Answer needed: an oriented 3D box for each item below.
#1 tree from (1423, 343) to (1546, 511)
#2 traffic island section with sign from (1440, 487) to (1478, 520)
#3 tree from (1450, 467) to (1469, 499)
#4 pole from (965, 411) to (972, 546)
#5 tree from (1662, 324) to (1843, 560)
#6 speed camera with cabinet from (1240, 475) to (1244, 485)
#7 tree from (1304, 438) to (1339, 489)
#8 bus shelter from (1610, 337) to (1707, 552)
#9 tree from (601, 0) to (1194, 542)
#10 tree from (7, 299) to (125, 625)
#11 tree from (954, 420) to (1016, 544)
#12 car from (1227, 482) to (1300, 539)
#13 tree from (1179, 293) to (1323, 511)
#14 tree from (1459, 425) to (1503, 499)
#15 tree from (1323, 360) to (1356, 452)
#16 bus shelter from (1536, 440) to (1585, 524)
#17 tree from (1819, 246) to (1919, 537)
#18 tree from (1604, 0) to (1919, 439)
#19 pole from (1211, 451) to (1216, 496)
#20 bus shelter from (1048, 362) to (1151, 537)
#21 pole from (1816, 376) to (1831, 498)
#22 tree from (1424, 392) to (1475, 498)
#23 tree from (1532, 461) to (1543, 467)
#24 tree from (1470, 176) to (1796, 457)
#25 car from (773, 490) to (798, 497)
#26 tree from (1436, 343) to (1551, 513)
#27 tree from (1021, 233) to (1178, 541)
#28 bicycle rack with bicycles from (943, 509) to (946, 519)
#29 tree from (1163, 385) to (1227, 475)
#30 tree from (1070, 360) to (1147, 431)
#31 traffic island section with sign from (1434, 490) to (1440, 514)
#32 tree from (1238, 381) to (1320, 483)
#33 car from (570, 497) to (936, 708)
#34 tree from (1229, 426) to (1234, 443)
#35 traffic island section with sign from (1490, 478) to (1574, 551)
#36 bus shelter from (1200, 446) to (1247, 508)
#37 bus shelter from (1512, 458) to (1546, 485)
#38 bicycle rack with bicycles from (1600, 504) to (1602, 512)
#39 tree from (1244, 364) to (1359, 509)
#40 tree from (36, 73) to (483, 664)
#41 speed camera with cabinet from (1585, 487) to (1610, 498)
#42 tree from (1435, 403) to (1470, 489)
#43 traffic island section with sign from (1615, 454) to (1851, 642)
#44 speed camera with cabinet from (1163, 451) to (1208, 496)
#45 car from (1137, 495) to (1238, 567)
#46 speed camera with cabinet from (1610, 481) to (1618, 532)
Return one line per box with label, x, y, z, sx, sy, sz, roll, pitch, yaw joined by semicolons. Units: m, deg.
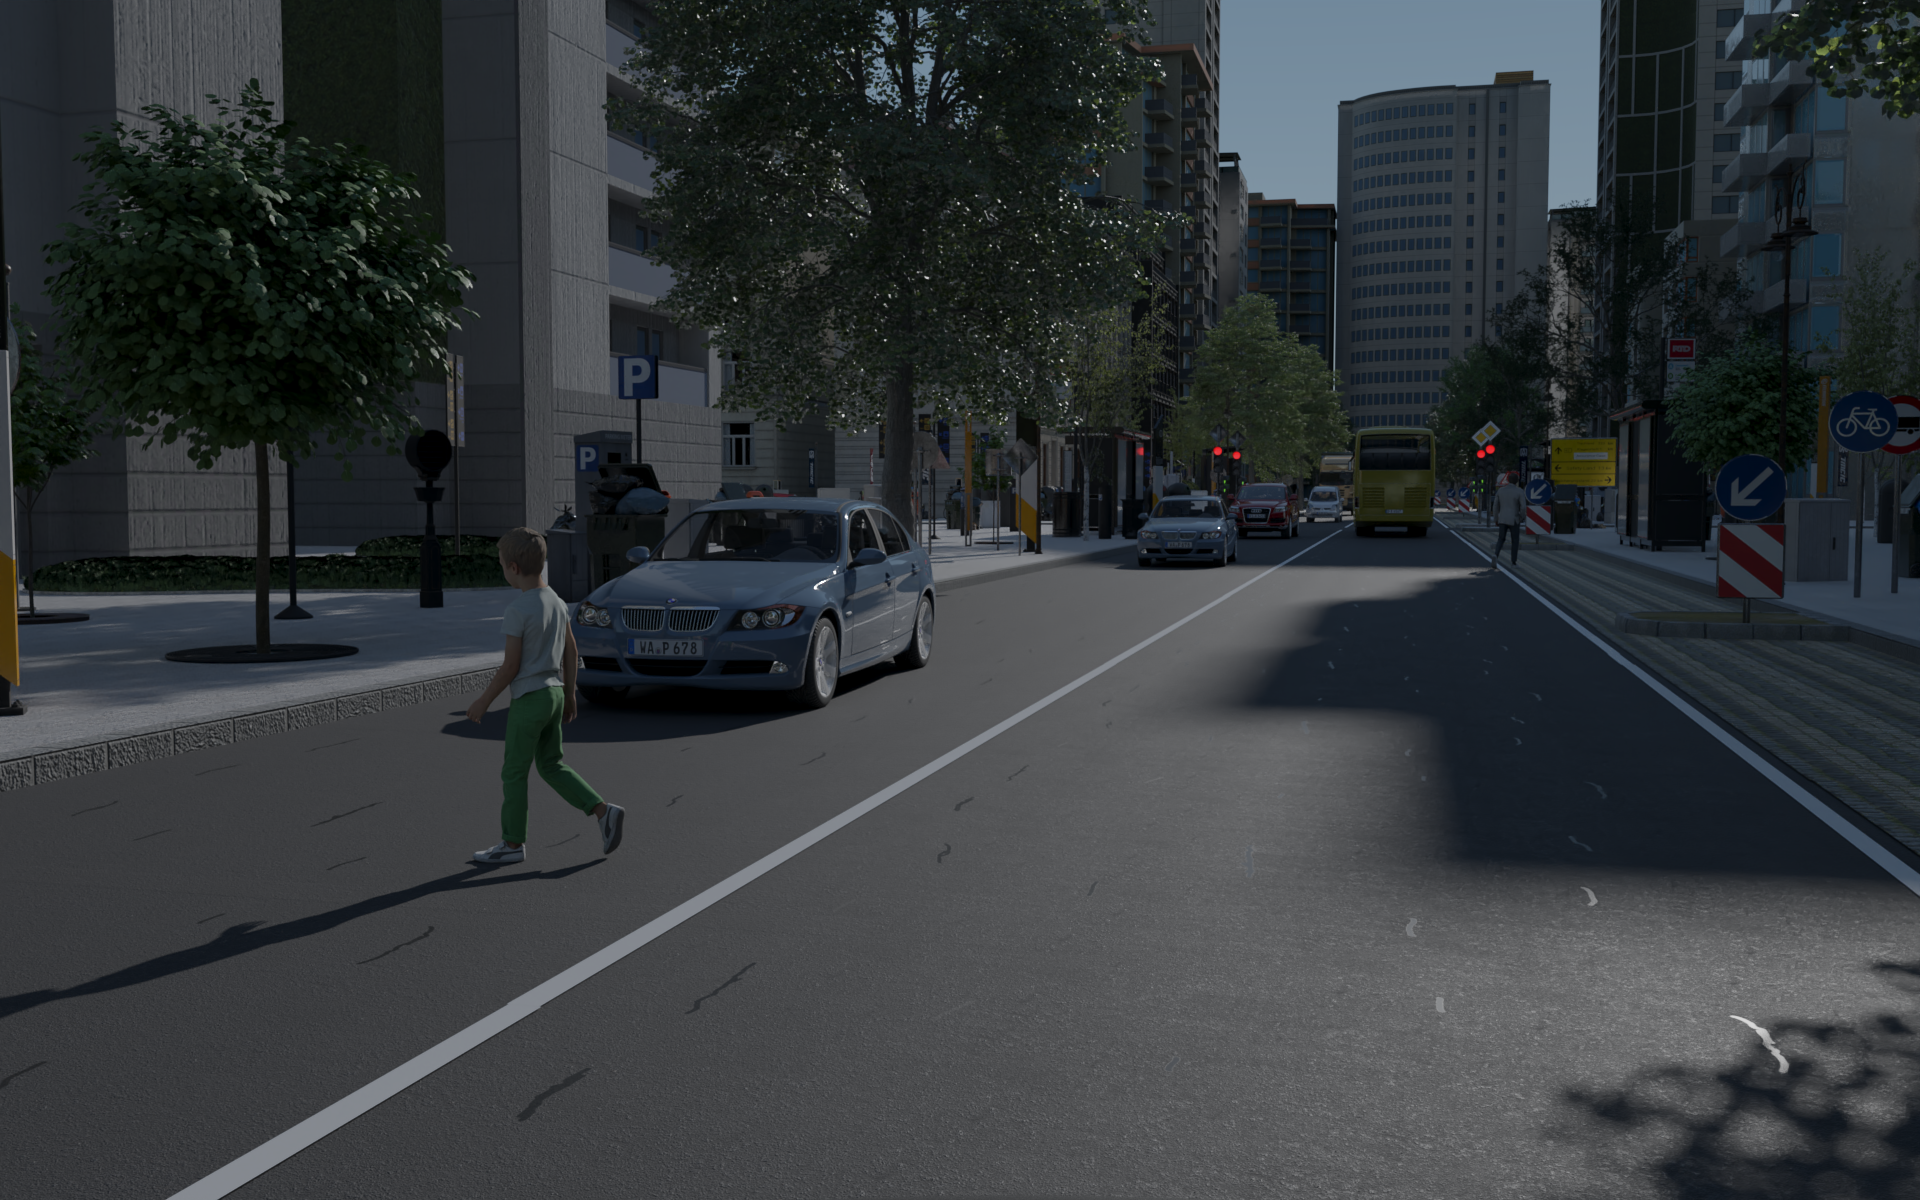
tree;40.002;-13.143;131.891;9.611;12.733;9.660;0;3;0
traffic island section with sign;28.339;-5.457;97.853;1.989;1.847;2.006;1;4;14
tree;58.591;-15.493;203.677;4.360;8.622;3.978;0;3;0
pole;0.201;-2.967;42.360;0.158;3.312;0.155;0;3;0
tree;15.391;-3.052;33.608;4.285;4.588;4.351;0;3;0
speed camera with cabinet;18.724;-7.327;114.125;2.038;3.252;0.660;-3;5;-43
tree;38.570;-14.263;183.564;4.360;8.622;3.978;0;3;0
bus shelter;17.188;-3.955;42.288;2.179;5.291;8.768;1;4;14
tree;-0.974;-7.410;27.812;9.857;13.997;8.962;0;3;0
tree;-9.488;-1.392;17.357;1.663;3.219;1.824;0;3;0
tree;0.885;-3.063;44.676;1.663;3.219;1.824;0;3;0
car;10.020;-2.957;57.027;2.281;1.827;5.304;1;4;15
tree;16.199;-11.024;98.369;7.486;12.596;7.792;0;3;0
tree;51.817;-13.821;176.336;4.737;8.622;4.395;0;3;0
tree;25.850;-12.992;130.546;7.486;12.596;7.792;0;3;0
bus shelter;26.890;-5.277;77.555;1.731;3.624;6.357;1;4;14
tree;27.191;-6.155;50.999;4.737;8.622;4.395;0;3;0
tree;9.025;-6.309;9.800;9.857;13.997;8.962;0;3;0
pole;12.096;-5.426;82.550;0.158;3.312;0.155;0;3;0
bus shelter;4.383;-4.743;55.187;2.179;5.291;8.768;1;4;14
pole;14.964;-2.214;30.044;0.158;3.312;0.155;0;3;0
tree;54.830;-16.757;192.107;7.486;12.596;7.792;0;3;0
tree;47.593;-9.548;139.820;4.285;4.588;4.351;0;3;0
tree;19.542;-7.075;50.090;8.767;10.594;7.601;1;4;18
car;-9.147;-4.276;78.946;4.494;1.783;2.155;1;4;13
tree;35.642;-11.618;115.705;9.928;11.665;9.643;0;3;0
tree;3.694;-5.919;47.143;4.360;8.622;3.978;0;3;0
bicycle rack with bicycles;0.805;-4.485;86.712;2.852;0.926;2.925;-2;4;-27
tree;14.852;-10.051;114.697;4.737;8.622;4.395;0;3;0
tree;7.977;-8.901;95.890;4.737;8.622;4.395;0;3;0
traffic island section with sign;35.108;-7.074;124.286;1.989;1.847;2.006;1;4;14
tree;20.075;-9.713;109.163;4.737;8.622;4.395;0;3;0
car;-1.400;-0.076;13.247;2.014;1.417;4.499;1;4;13
tree;18.962;-11.257;134.415;4.737;8.622;4.395;0;3;0
traffic island section with sign;14.769;-2.210;44.760;1.989;1.847;2.006;1;4;14
bus shelter;13.294;-5.860;87.097;1.731;3.624;6.357;1;4;14
bus shelter;32.659;-6.410;98.728;2.014;3.302;5.546;1;4;14
bicycle rack with bicycles;33.442;-4.682;89.939;2.925;0.926;2.852;1;4;16
tree;29.174;-14.147;148.310;9.611;12.733;9.660;0;3;0
tree;-5.509;-1.827;13.587;4.285;4.588;4.351;0;3;0
speed camera with cabinet;36.456;-6.483;100.338;2.038;3.252;0.660;0;4;-3
tree;28.810;-9.369;87.599;7.601;10.594;8.767;-2;4;-31
traffic island section with sign;7.886;-0.565;17.872;1.989;1.847;2.006;1;4;14
speed camera with cabinet;10.472;-5.280;80.662;2.038;3.252;0.660;0;4;-7
car;4.748;-1.452;35.743;2.014;1.417;4.499;1;4;13
speed camera with cabinet;22.396;-3.847;57.234;0.660;3.252;2.038;0;4;-6
